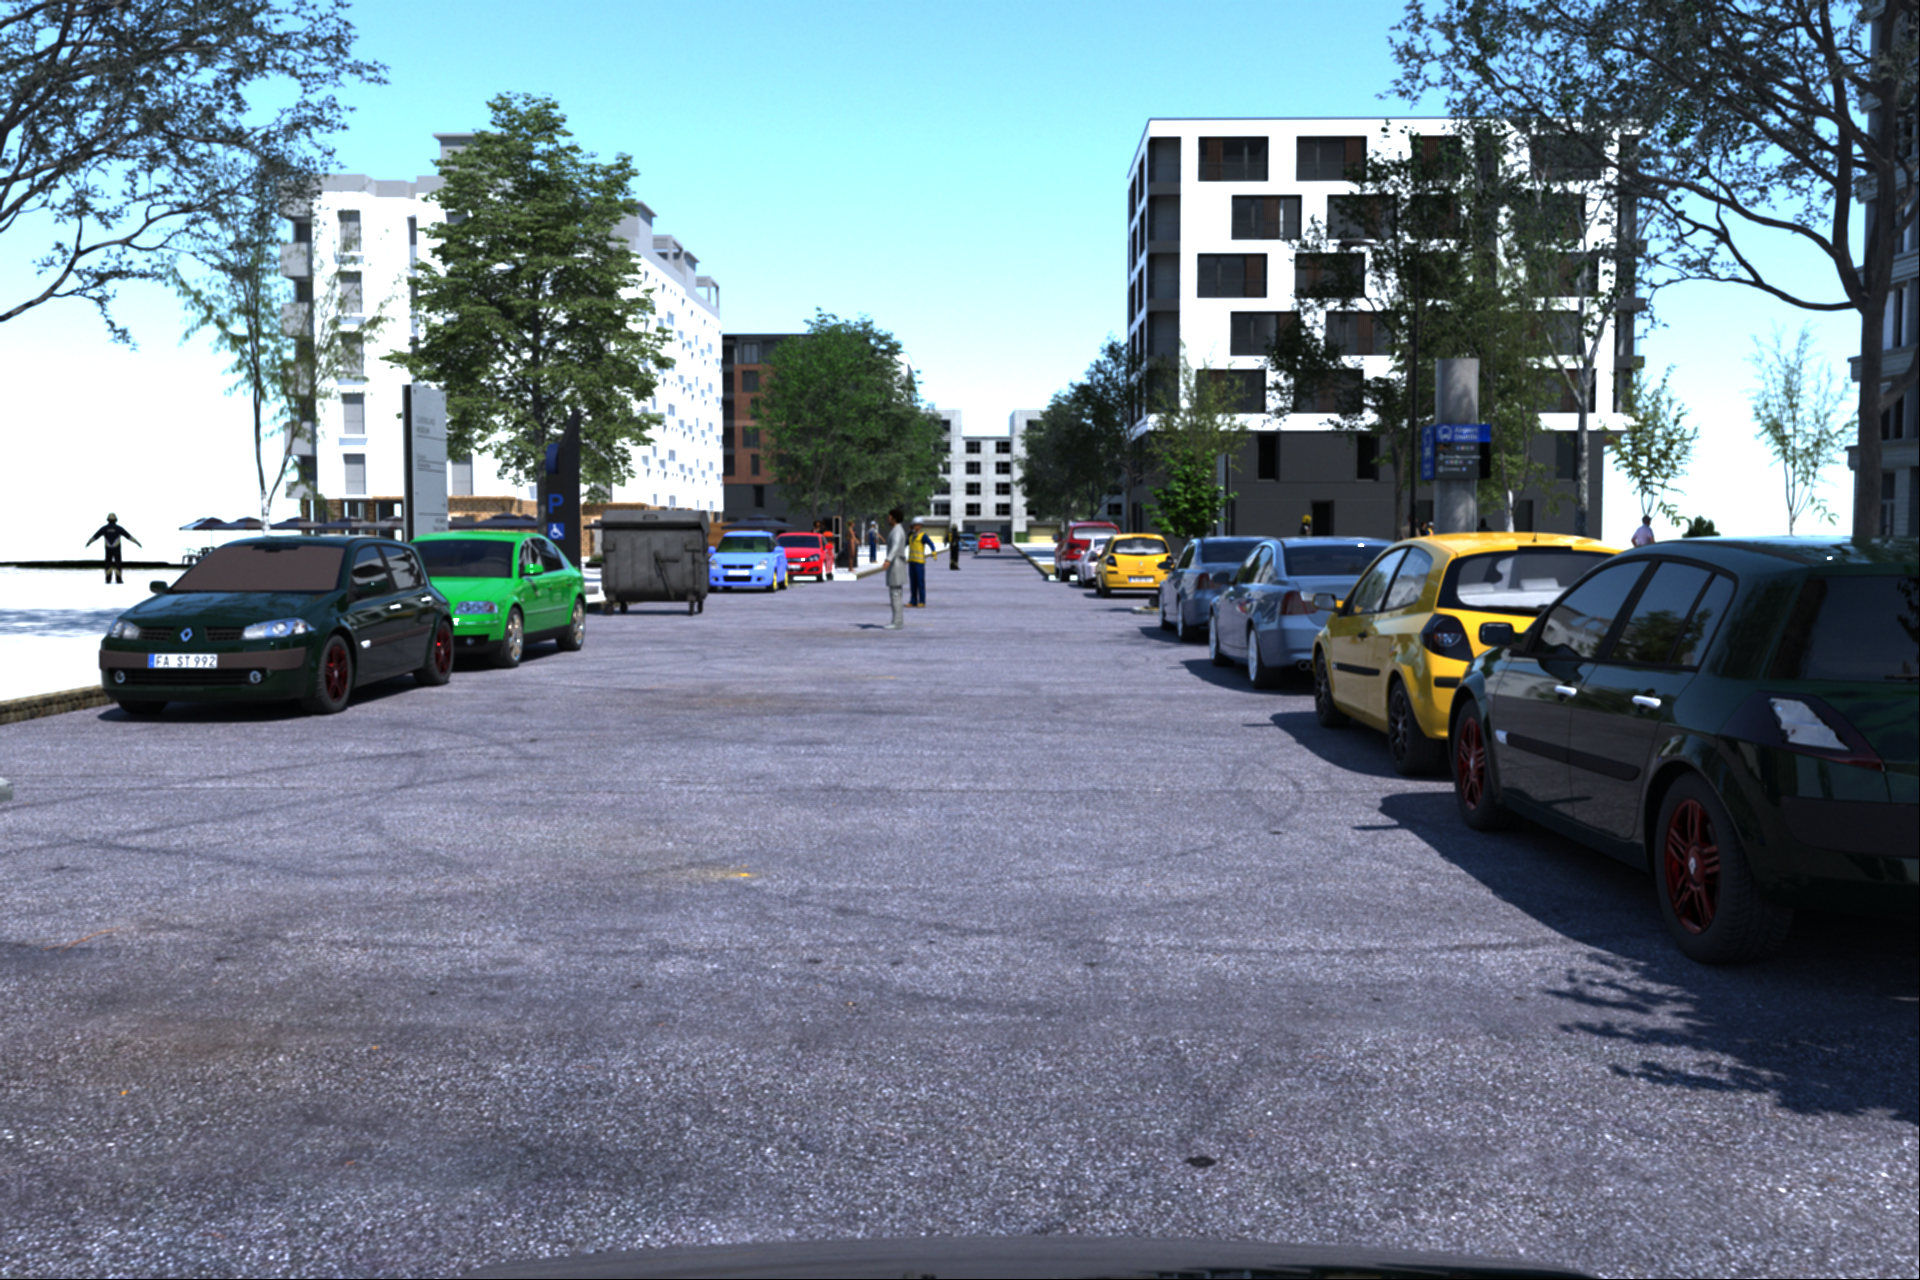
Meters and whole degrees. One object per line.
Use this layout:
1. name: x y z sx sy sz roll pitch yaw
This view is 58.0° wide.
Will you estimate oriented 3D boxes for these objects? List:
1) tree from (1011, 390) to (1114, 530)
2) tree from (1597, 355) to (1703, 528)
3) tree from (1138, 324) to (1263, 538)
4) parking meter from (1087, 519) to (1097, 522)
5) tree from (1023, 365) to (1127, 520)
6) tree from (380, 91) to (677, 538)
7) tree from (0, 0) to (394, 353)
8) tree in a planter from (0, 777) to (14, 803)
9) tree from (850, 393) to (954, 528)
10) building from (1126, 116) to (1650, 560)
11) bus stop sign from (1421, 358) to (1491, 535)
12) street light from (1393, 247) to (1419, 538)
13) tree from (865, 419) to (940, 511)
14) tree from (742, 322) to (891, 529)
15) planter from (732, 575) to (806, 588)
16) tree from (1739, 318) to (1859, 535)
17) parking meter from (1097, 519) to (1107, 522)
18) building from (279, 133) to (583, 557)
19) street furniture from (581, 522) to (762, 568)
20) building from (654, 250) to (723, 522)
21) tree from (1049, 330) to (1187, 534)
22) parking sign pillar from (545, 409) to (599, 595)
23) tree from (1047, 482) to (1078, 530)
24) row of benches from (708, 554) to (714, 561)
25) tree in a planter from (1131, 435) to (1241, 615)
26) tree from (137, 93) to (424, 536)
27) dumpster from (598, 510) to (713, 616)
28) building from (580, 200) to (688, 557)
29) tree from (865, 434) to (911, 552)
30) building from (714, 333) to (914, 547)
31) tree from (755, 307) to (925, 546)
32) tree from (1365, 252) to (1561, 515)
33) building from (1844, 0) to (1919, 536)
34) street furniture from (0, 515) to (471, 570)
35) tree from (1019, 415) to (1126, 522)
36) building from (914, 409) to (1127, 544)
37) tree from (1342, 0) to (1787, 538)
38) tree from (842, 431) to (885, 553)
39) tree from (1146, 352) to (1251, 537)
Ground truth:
1. tree: 9.126 -14.866 149.717 9.857 13.997 8.962 0 3 0
2. tree: 28.056 -7.350 70.542 4.737 8.622 4.395 0 3 0
3. tree: 8.067 -6.805 61.617 4.360 8.622 3.978 0 3 0
4. parking meter: 5.050 -3.685 65.966 0.399 1.863 0.255 0 4 2
5. tree: 9.595 -13.082 124.260 12.009 13.543 11.850 0 3 0
6. tree: -11.316 -7.790 45.492 7.486 12.596 7.792 0 3 0
7. tree: -11.521 -6.652 19.138 12.009 13.543 11.850 0 3 0
8. tree in a planter: -6.114 -0.708 8.795 1.991 3.239 1.994 0 4 1
9. tree: -5.487 -15.310 156.976 9.857 13.997 8.962 0 3 0
10. building: 23.550 -15.751 101.506 27.936 21.610 32.646 0 4 1
11. bus stop sign: 7.497 -2.276 26.232 0.837 3.901 0.837 0 4 1
12. street light: 7.736 -3.355 27.392 1.470 5.913 1.316 0 4 1
13. tree: -5.499 -13.420 145.179 9.928 11.665 9.643 0 3 0
14. tree: -7.072 -9.731 84.861 9.928 11.665 9.643 0 3 0
15. planter: -5.217 -1.577 46.925 1.991 0.319 1.994 0 4 1
16. tree: 28.429 -6.665 59.336 4.360 8.622 3.978 0 3 0
17. parking meter: 5.380 -3.651 65.406 0.399 1.863 0.255 0 4 2
18. building: -26.168 -13.869 83.179 16.016 20.090 11.380 0 4 1
19. street furniture: -11.793 -3.723 67.724 9.812 1.723 11.010 0 4 7
20. building: -22.993 -15.935 116.953 16.016 20.090 11.380 0 4 1
21. tree: 7.615 -8.896 79.861 7.601 10.594 8.767 0 4 -5
22. parking sign pillar: -8.428 -2.957 36.816 1.447 3.967 1.447 0 4 1
23. tree: 9.611 -12.740 158.655 4.360 8.622 3.978 0 3 0
24. row of benches: -7.663 -2.378 54.344 1.422 0.672 4.104 -3 5 -44
25. tree in a planter: 4.116 -2.082 31.263 1.991 3.239 1.994 0 4 1
26. tree: -12.070 -4.833 29.383 4.360 8.622 3.978 0 3 0
27. dumpster: -5.414 -1.384 30.840 1.865 1.857 1.264 0 4 1
28. building: -22.910 -14.881 99.716 16.016 20.090 11.380 0 4 1
29. tree: -5.621 -10.477 121.667 4.737 8.622 4.395 0 3 0
30. building: -19.886 -21.345 192.959 27.936 21.610 32.646 0 4 1
31. tree: -6.685 -11.732 98.477 9.857 13.997 8.962 0 3 0
32. tree: 20.245 -9.274 69.757 7.486 12.596 7.792 0 3 0
33. building: 26.245 -11.519 35.012 8.464 21.280 15.925 0 4 1
34. street furniture: -31.634 -3.723 65.908 27.439 1.986 14.083 3 4 38
35. tree: 8.950 -12.277 135.144 8.767 10.594 7.601 0 4 -4
36. building: 7.475 -23.379 251.167 31.486 18.905 16.747 0 4 -1
37. tree: 19.094 -12.297 56.944 12.611 20.169 13.585 0 3 0
38. tree: -6.405 -10.066 114.939 4.737 8.622 4.395 0 3 0
39. tree: 9.792 -7.280 69.391 4.737 8.622 4.395 0 3 0
